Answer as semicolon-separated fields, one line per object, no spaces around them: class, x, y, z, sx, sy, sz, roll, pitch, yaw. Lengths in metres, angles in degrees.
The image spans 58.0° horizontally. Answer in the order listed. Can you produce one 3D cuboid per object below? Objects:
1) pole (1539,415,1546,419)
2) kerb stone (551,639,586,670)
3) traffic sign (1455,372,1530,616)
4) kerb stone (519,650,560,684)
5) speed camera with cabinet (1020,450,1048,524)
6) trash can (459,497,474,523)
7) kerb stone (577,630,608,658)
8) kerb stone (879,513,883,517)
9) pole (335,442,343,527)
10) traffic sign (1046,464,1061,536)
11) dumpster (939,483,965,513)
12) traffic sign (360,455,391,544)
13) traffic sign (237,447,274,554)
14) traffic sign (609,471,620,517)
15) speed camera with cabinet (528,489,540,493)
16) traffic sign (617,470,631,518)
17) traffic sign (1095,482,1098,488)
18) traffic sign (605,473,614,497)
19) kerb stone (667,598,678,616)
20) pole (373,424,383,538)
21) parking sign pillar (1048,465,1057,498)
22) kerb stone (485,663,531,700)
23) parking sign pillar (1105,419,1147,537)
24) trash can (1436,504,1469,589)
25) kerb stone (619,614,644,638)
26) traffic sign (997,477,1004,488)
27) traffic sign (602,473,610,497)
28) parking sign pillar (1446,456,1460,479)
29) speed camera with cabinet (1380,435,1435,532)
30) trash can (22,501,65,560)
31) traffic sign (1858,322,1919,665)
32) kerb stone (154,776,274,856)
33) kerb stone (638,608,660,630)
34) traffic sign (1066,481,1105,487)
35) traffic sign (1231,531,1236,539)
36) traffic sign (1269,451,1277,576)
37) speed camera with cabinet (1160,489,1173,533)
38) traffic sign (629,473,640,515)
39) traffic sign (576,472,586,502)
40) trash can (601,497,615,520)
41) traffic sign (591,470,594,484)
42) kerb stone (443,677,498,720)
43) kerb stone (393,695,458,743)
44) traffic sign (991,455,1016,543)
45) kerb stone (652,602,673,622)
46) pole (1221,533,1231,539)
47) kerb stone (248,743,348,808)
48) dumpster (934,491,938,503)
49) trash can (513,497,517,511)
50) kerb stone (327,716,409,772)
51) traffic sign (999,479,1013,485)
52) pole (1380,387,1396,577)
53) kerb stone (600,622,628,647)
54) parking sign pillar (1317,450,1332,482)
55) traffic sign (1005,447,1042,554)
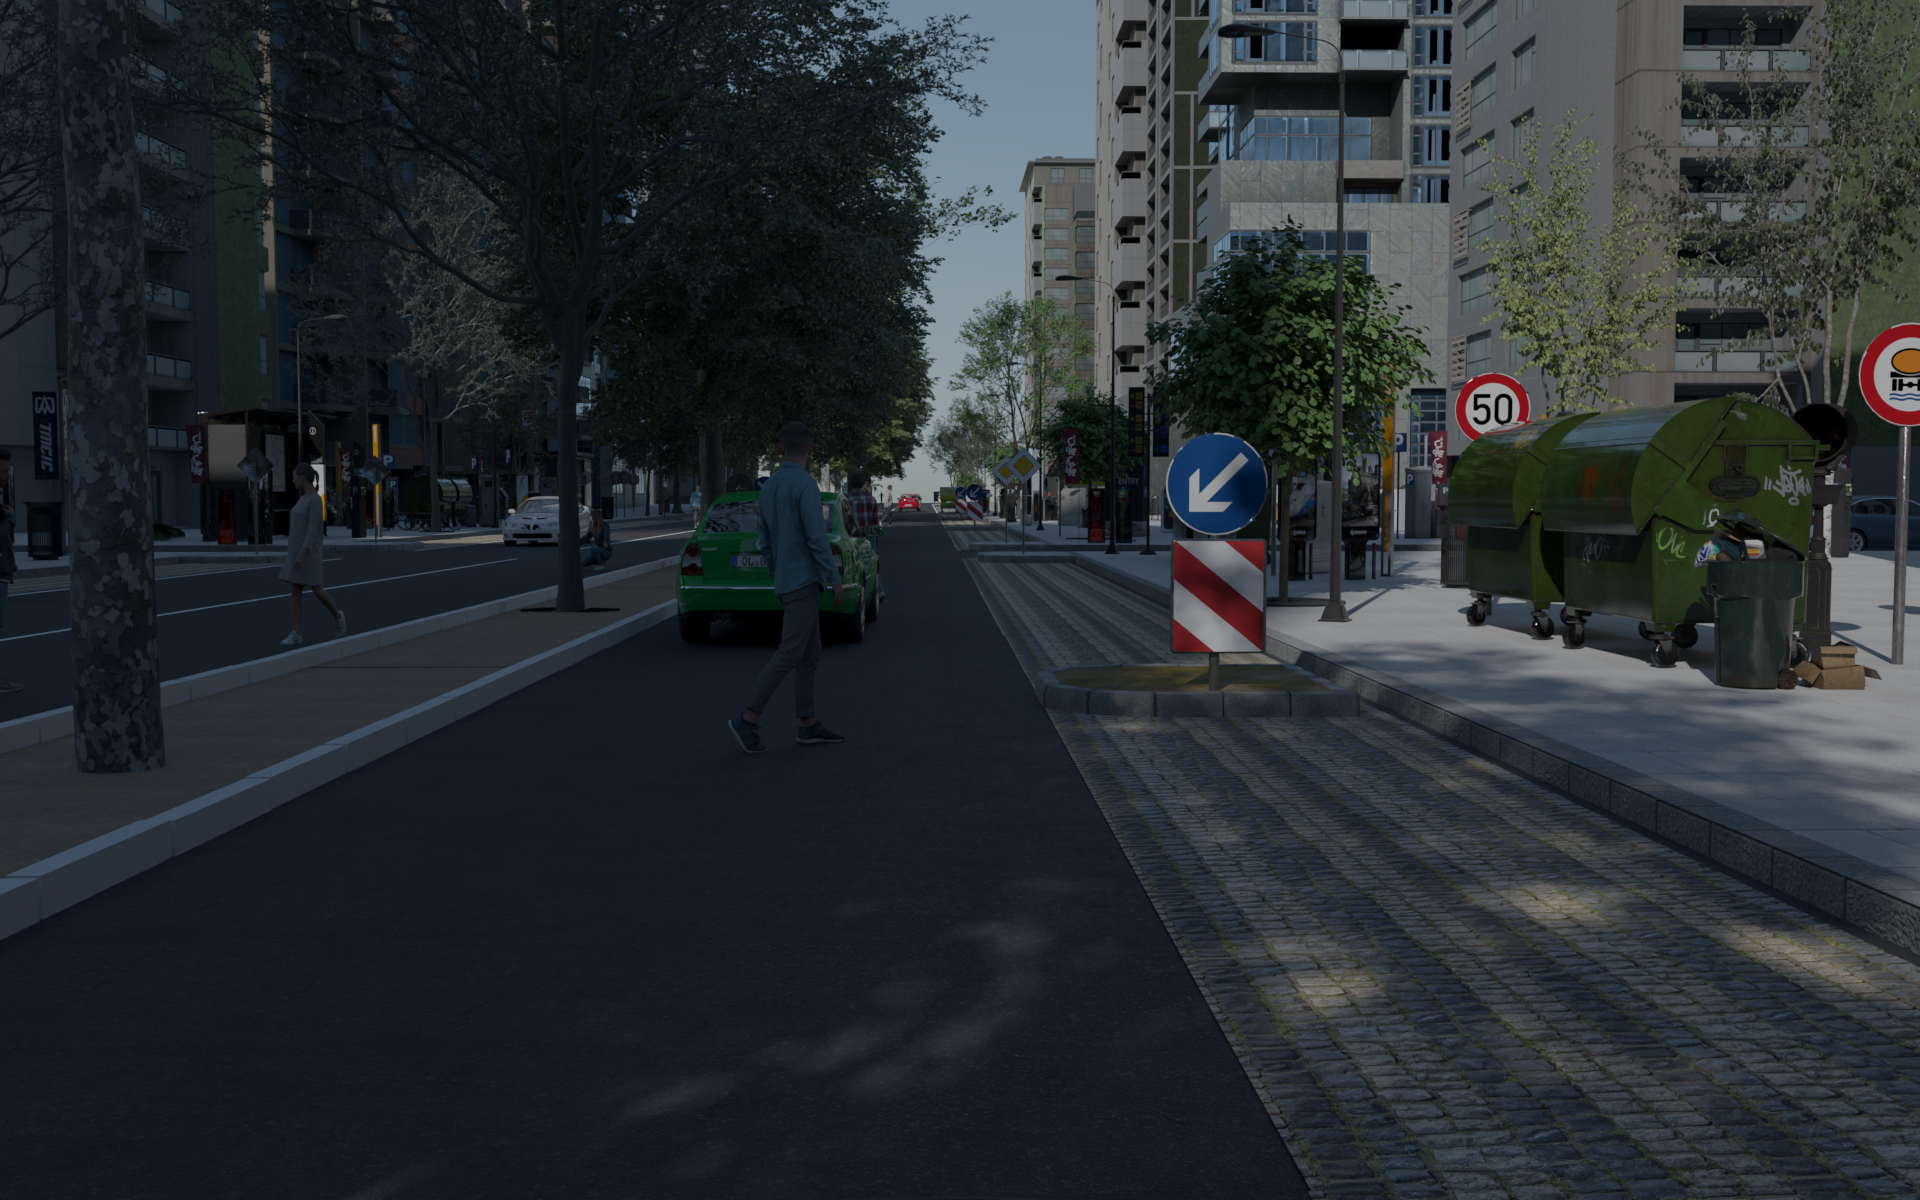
pole;14.955;-3.099;44.512;0.158;3.312;0.155;0;3;0
kerb stone;-3.315;0.469;14.530;0.120;0.150;1.000;0;4;-1
traffic sign;5.585;-1.109;18.244;0.768;2.556;0.104;1;4;8
kerb stone;-3.303;0.532;13.508;0.120;0.150;1.000;0;4;-1
speed camera with cabinet;3.183;-4.871;73.983;0.660;3.252;2.038;1;4;22
trash can;-20.771;-3.745;72.876;0.748;1.137;0.748;0;3;0
kerb stone;-3.341;0.406;15.552;0.120;0.150;1.000;0;4;-1
kerb stone;-5.347;-5.897;118.615;0.120;0.150;1.000;0;4;-1
pole;-24.318;-4.525;67.820;0.158;3.312;0.155;0;3;0
traffic sign;3.044;-3.220;52.649;0.884;2.594;0.081;0;4;5
dumpster;-0.598;-7.825;132.884;1.985;2.255;1.502;0;4;-2
traffic sign;-15.136;-2.519;44.835;0.795;2.450;0.064;0;4;-1
traffic sign;-14.980;-2.031;36.852;0.795;2.450;0.064;0;4;-1
traffic sign;-18.858;-5.803;94.985;0.768;2.556;0.104;0;4;7
speed camera with cabinet;-28.953;-7.555;117.852;0.660;3.252;2.038;1;4;11
traffic sign;-18.105;-5.705;93.386;0.768;2.556;0.104;0;4;2
traffic sign;4.283;-3.324;54.455;0.768;2.556;0.104;1;4;8
traffic sign;-21.388;-6.496;106.316;0.768;2.556;0.104;0;4;2
kerb stone;-3.438;0.093;20.680;0.120;0.150;1.000;0;4;-1
pole;-17.082;-3.483;50.796;0.158;3.312;0.155;0;3;0
parking sign pillar;6.543;-7.791;115.847;1.447;3.967;1.447;1;4;13
kerb stone;-3.284;0.595;12.476;0.120;0.150;1.000;0;4;-1
parking sign pillar;5.063;-3.920;52.561;1.447;3.967;1.447;2;4;32
trash can;6.866;-0.731;23.603;0.748;1.137;0.748;0;3;0
kerb stone;-3.377;0.281;17.602;0.120;0.150;1.000;0;4;-1
traffic sign;2.391;-5.793;94.820;0.768;2.556;0.104;0;4;0
traffic sign;-21.671;-6.515;106.631;0.768;2.556;0.104;0;4;2
parking sign pillar;20.784;-5.231;73.996;1.447;3.967;1.447;-1;4;-18
speed camera with cabinet;15.084;-3.942;58.787;0.660;3.252;2.038;-3;5;-45
trash can;-17.775;-1.345;33.636;0.748;1.137;0.748;0;3;0
traffic sign;7.063;-0.787;12.974;0.768;2.556;0.104;0;4;0
kerb stone;-3.172;0.915;7.347;0.120;0.150;1.000;0;4;-1
kerb stone;-3.395;0.219;18.627;0.120;0.150;1.000;0;4;-1
traffic sign;4.664;-3.907;57.759;2.265;3.308;0.079;0;4;8
traffic sign;4.329;-1.667;27.366;0.768;2.556;0.104;0;4;7
traffic sign;4.929;-1.655;27.168;0.768;2.556;0.104;0;4;1
speed camera with cabinet;7.635;-3.828;56.917;2.038;3.252;0.660;2;4;31
traffic sign;-20.076;-6.507;106.495;0.768;2.556;0.104;0;4;2
traffic sign;-17.543;-4.759;79.936;0.606;2.300;0.079;0;4;2
trash can;-17.754;-4.626;87.288;0.748;1.137;0.748;0;3;0
traffic sign;-19.563;-5.581;91.349;0.768;2.556;0.104;0;4;4
kerb stone;-3.255;0.657;11.454;0.120;0.150;1.000;0;4;-1
kerb stone;-3.238;0.722;10.430;0.120;0.150;1.000;0;4;-1
traffic sign;1.206;-2.538;45.131;0.795;2.450;0.064;0;4;-1
kerb stone;-3.424;0.156;19.649;0.120;0.150;1.000;0;4;-1
pole;4.675;-2.228;30.278;0.158;3.312;0.155;0;3;0
kerb stone;-3.201;0.849;8.379;0.120;0.150;1.000;0;4;-1
dumpster;-3.312;-16.325;275.132;1.865;1.857;1.264;0;4;1
trash can;-21.376;-4.437;84.198;0.748;1.137;0.748;0;3;0
kerb stone;-3.218;0.782;9.406;0.120;0.150;1.000;0;4;-1
traffic sign;2.525;-5.778;94.576;0.768;2.556;0.104;0;4;7
pole;6.644;-2.019;26.854;0.158;3.312;0.155;0;3;0
kerb stone;-3.351;0.344;16.574;0.120;0.150;1.000;0;4;-1
parking sign pillar;15.809;-5.346;75.878;1.447;3.967;1.447;0;4;5
traffic sign;1.361;-2.049;37.148;0.795;2.450;0.064;0;4;-1
